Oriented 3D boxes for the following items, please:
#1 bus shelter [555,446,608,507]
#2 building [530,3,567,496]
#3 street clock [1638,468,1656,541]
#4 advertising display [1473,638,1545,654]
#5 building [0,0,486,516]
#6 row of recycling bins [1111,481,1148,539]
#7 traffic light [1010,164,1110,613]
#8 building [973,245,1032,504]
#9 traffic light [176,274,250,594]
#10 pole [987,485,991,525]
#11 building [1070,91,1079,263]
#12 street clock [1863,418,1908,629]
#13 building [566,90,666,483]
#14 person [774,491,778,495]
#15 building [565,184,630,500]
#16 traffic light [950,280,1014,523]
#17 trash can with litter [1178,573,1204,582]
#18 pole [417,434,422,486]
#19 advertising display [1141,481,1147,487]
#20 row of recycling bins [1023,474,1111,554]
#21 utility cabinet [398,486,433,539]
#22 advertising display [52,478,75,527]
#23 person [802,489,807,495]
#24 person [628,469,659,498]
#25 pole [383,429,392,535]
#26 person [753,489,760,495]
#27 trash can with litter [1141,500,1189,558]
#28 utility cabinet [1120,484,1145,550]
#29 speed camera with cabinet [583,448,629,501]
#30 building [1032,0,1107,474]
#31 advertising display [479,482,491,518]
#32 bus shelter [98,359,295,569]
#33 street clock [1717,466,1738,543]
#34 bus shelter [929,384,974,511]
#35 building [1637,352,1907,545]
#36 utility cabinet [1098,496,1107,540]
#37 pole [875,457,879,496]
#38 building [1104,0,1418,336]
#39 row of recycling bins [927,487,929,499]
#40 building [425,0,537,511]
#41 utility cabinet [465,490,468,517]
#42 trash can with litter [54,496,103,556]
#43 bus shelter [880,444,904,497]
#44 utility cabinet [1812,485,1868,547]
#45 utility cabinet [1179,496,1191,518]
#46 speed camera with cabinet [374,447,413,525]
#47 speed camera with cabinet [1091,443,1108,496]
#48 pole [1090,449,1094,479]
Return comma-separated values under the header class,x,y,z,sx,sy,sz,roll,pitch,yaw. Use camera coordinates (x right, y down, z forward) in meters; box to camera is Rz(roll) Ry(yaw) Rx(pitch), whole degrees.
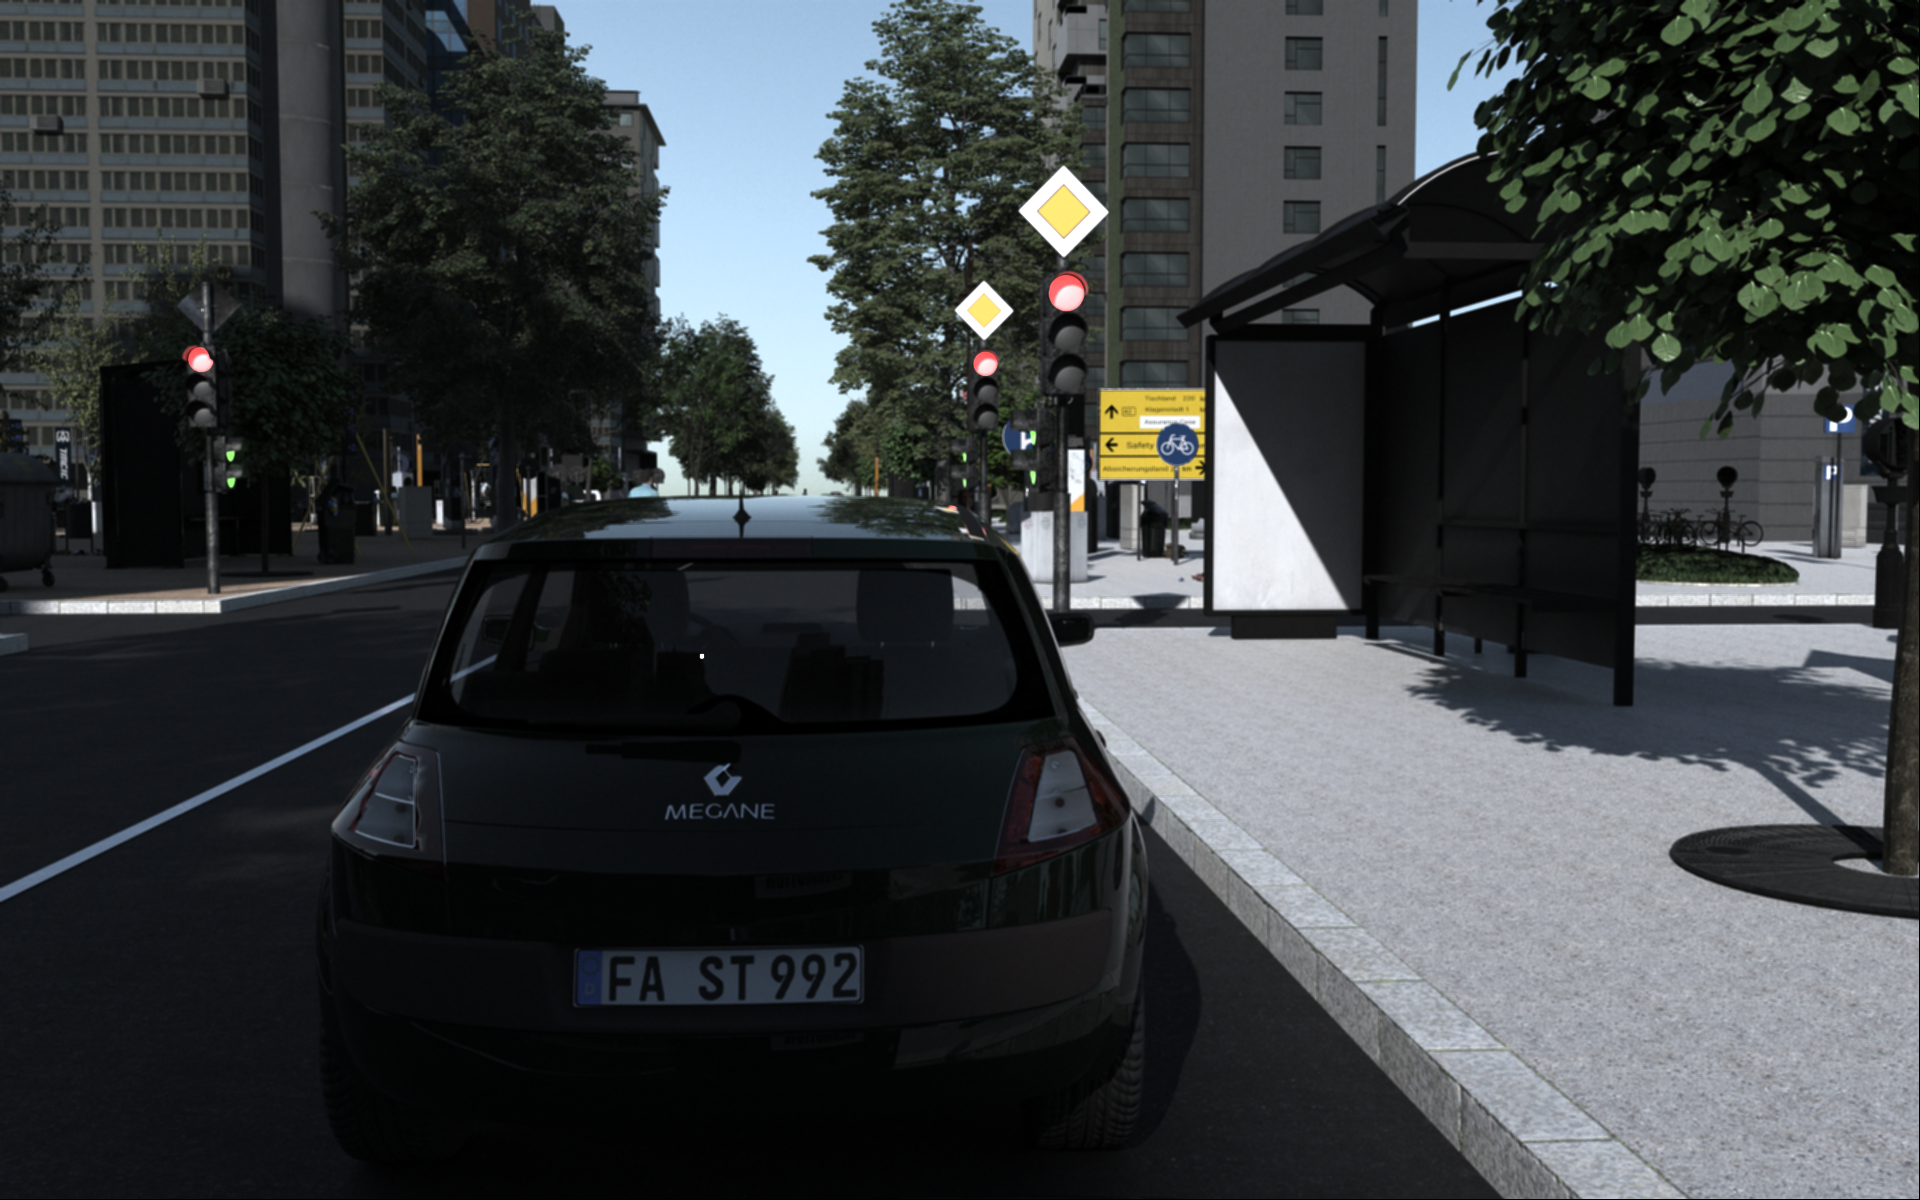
class,x,y,z,sx,sy,sz,roll,pitch,yaw
bus shelter,-18.575,-5.748,85.267,1.731,3.624,6.357,0,4,-4
building,-39.981,-27.937,140.358,14.154,41.232,14.086,0,4,-4
street clock,18.740,-2.615,47.320,0.471,2.002,0.358,-2,4,-29
advertising display,4.608,-0.532,13.916,0.974,1.923,0.123,0,4,3
building,-46.514,-25.362,106.553,32.217,40.220,23.993,0,4,-4
row of recycling bins,4.826,-2.673,50.822,1.069,1.692,3.534,0,4,-2
traffic light,0.864,-1.592,14.945,0.839,4.253,0.868,0,4,-4
building,14.550,-33.897,246.101,32.217,40.220,23.993,0,4,-4
traffic light,-9.590,-2.035,22.192,0.839,4.253,0.868,0,4,-4
pole,1.087,-4.401,65.807,0.158,3.312,0.155,0,3,0
building,14.805,-21.676,126.099,14.160,30.474,14.107,0,4,-4
street clock,8.859,-0.728,16.477,0.471,2.002,0.358,0,4,-6
building,-54.401,-39.191,230.015,28.713,52.752,27.495,0,4,-4
person,-19.562,-10.787,184.956,0.705,1.814,1.350,2,4,27
building,-53.077,-31.311,203.820,32.217,40.220,23.993,0,4,-4
traffic light,0.295,-2.079,22.910,0.839,4.253,0.868,0,4,-4
trash can with litter,4.026,-0.890,25.614,1.678,1.210,2.233,0,4,-7
pole,-18.470,-3.999,59.224,0.158,3.312,0.155,0,3,0
advertising display,7.018,-3.921,69.321,0.974,1.923,0.123,2,4,24
row of recycling bins,2.210,-1.823,36.921,1.069,1.692,3.534,1,4,19
utility cabinet,-15.476,-2.478,49.194,0.318,1.500,1.173,1,4,18
advertising display,-34.723,-3.774,66.917,0.123,1.923,0.974,3,4,36
person,-11.426,-7.317,128.118,0.705,1.826,1.348,-3,5,-41
person,-4.913,-1.106,26.597,0.660,1.820,0.620,1,4,22
pole,-17.884,-3.686,54.101,0.158,3.312,0.155,0,3,0
person,-11.733,-5.538,99.714,0.551,1.740,0.621,2,4,25
trash can with litter,4.127,-1.439,34.912,1.055,1.170,0.624,3,5,39
utility cabinet,3.982,-1.914,39.981,0.318,1.500,1.173,0,4,-8
speed camera with cabinet,-15.145,-4.843,73.511,2.038,3.252,0.660,0,4,2
building,20.932,-34.105,146.851,28.713,52.752,27.495,0,4,-4
advertising display,-25.162,-5.341,92.534,0.974,1.923,0.123,0,4,-6
bus shelter,-14.102,-2.534,32.707,1.731,3.624,6.357,0,4,-4
street clock,20.043,-2.490,45.288,0.471,2.002,0.358,2,4,34
bus shelter,-0.155,-5.088,60.816,2.179,5.291,8.768,0,4,-4
building,35.150,-31.093,50.364,28.212,58.520,21.231,0,4,-4
utility cabinet,3.676,-2.267,48.229,0.306,1.237,1.020,3,5,39
pole,-4.599,-6.235,95.781,0.158,3.312,0.155,0,3,0
building,14.162,-19.346,88.012,14.160,30.474,14.107,0,4,-4
row of recycling bins,-1.656,-5.394,95.298,1.069,1.692,3.534,1,4,15
building,-39.298,-29.114,126.130,14.600,45.320,14.200,0,4,-4
utility cabinet,-27.581,-5.318,95.635,0.318,1.500,1.173,-3,5,-40
trash can with litter,-18.169,-1.553,36.441,2.233,1.210,1.678,0,4,-6
bus shelter,-2.744,-5.427,80.018,1.731,3.624,6.357,0,4,-4
utility cabinet,21.178,-2.020,41.700,0.318,1.500,1.173,-2,4,-31
utility cabinet,9.761,-3.907,75.041,1.020,1.237,0.306,-3,5,-43
speed camera with cabinet,-23.569,-4.736,71.776,0.660,3.252,2.038,2,4,25
speed camera with cabinet,5.256,-4.429,66.754,0.660,3.252,2.038,1,4,15
pole,6.005,-5.194,78.769,0.158,3.312,0.155,0,3,0
